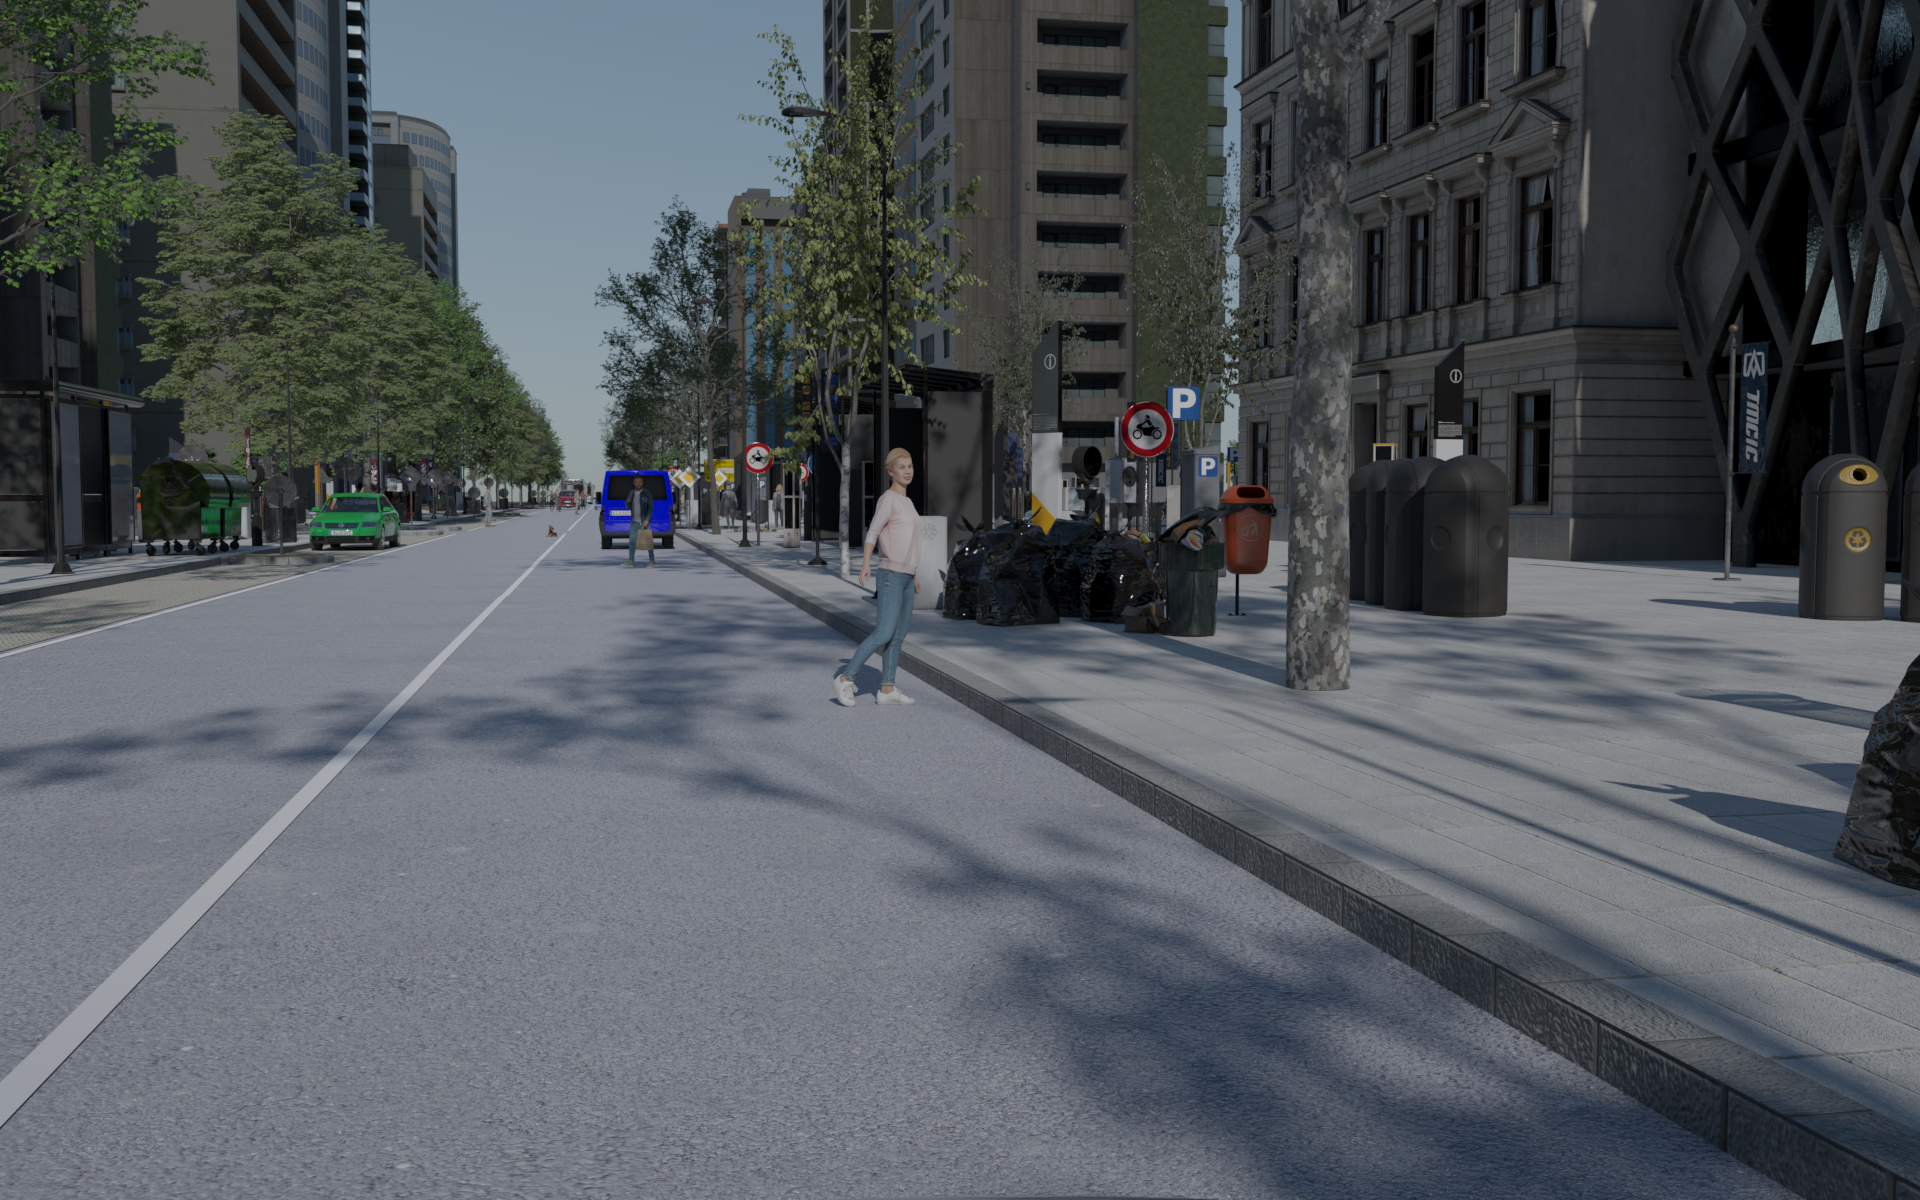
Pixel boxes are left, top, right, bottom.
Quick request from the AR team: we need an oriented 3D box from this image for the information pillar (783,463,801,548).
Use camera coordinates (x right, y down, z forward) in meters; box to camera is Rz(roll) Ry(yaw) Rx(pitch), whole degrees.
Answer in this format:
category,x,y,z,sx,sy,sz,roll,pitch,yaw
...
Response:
category,x,y,z,sx,sy,sz,roll,pitch,yaw
information pillar,-3.999,-2.243,41.161,0.304,2.012,0.304,2,4,24

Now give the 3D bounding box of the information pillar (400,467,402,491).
category,x,y,z,sx,sy,sz,roll,pitch,yaw
information pillar,-42.969,-8.646,132.720,0.504,3.616,0.183,1,4,15

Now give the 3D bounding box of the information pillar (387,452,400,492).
category,x,y,z,sx,sy,sz,roll,pitch,yaw
information pillar,-29.485,-6.026,89.874,0.504,3.616,0.183,1,4,8

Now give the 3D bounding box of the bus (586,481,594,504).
category,x,y,z,sx,sy,sz,roll,pitch,yaw
bus,-53.374,-15.322,245.369,2.948,3.499,13.247,-1,4,-10

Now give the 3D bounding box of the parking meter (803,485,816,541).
category,x,y,z,sx,sy,sz,roll,pitch,yaw
parking meter,-4.121,-2.402,47.688,0.372,1.533,0.369,0,3,0

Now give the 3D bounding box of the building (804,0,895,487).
category,x,y,z,sx,sy,sz,roll,pitch,yaw
building,-1.558,-42.714,136.627,20.563,71.187,20.611,-1,4,-12

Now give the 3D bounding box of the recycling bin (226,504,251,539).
category,x,y,z,sx,sy,sz,roll,pitch,yaw
recycling bin,-20.726,-2.263,49.555,0.722,1.027,0.722,-1,4,-14

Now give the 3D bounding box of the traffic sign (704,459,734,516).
category,x,y,z,sx,sy,sz,roll,pitch,yaw
traffic sign,-13.830,-6.572,101.317,2.265,3.308,0.079,0,4,-3

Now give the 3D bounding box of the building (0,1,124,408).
category,x,y,z,sx,sy,sz,roll,pitch,yaw
building,-49.692,-19.034,82.912,14.160,30.474,14.107,-1,4,-12

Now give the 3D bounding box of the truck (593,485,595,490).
category,x,y,z,sx,sy,sz,roll,pitch,yaw
truck,-63.075,-18.032,290.752,3.469,3.379,9.791,-1,4,-12

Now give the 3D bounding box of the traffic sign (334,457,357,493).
category,x,y,z,sx,sy,sz,roll,pitch,yaw
traffic sign,-21.121,-3.635,59.538,0.768,2.556,0.104,0,4,-4

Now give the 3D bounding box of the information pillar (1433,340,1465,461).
category,x,y,z,sx,sy,sz,roll,pitch,yaw
information pillar,7.425,-2.138,26.313,0.504,3.616,0.183,-1,4,-19

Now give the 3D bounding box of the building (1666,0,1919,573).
category,x,y,z,sx,sy,sz,roll,pitch,yaw
building,21.228,-9.648,25.195,16.820,18.784,16.811,-1,4,-12

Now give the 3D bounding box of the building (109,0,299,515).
category,x,y,z,sx,sy,sz,roll,pitch,yaw
building,-55.225,-29.781,110.623,21.300,48.544,21.600,-1,4,-12

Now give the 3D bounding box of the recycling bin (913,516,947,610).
category,x,y,z,sx,sy,sz,roll,pitch,yaw
recycling bin,-0.524,-0.426,19.515,0.722,1.027,0.722,0,4,-4

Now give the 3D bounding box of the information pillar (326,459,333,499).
category,x,y,z,sx,sy,sz,roll,pitch,yaw
information pillar,-40.550,-7.347,111.478,0.183,3.616,0.504,2,4,28

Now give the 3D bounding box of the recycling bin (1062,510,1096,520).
category,x,y,z,sx,sy,sz,roll,pitch,yaw
recycling bin,1.683,-0.874,26.838,0.722,1.027,0.722,0,4,-7

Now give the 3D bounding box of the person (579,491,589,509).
category,x,y,z,sx,sy,sz,roll,pitch,yaw
person,-35.838,-9.512,164.734,1.217,1.743,0.721,0,4,-3

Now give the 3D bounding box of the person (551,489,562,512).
category,x,y,z,sx,sy,sz,roll,pitch,yaw
person,-32.367,-7.981,138.951,0.822,1.834,0.622,0,4,6

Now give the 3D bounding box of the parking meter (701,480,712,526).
category,x,y,z,sx,sy,sz,roll,pitch,yaw
parking meter,-10.306,-3.967,70.565,0.399,1.863,0.255,1,4,21

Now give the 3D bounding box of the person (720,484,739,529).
category,x,y,z,sx,sy,sz,roll,pitch,yaw
person,-9.028,-3.623,67.862,0.709,1.813,0.853,0,4,-8

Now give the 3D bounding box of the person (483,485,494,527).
category,x,y,z,sx,sy,sz,roll,pitch,yaw
person,-20.712,-4.123,76.017,0.391,1.810,0.635,-2,4,-25

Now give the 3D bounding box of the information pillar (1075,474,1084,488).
category,x,y,z,sx,sy,sz,roll,pitch,yaw
information pillar,3.773,-3.002,53.577,0.304,2.012,0.304,-3,5,-44

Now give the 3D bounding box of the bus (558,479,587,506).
category,x,y,z,sx,sy,sz,roll,pitch,yaw
bus,-44.565,-12.544,199.958,2.948,3.499,13.247,-1,4,-10

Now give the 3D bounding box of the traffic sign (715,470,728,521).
category,x,y,z,sx,sy,sz,roll,pitch,yaw
traffic sign,-11.589,-5.028,83.397,0.795,2.450,0.064,-1,4,-8

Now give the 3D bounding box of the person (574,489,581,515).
category,x,y,z,sx,sy,sz,roll,pitch,yaw
person,-26.780,-6.898,121.490,0.583,1.804,0.606,-3,5,-41

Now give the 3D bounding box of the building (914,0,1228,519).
category,x,y,z,sx,sy,sz,roll,pitch,yaw
building,5.565,-19.746,94.556,14.107,30.474,14.160,-1,4,-12

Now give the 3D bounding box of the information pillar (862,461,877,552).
category,x,y,z,sx,sy,sz,roll,pitch,yaw
information pillar,-2.011,-2.077,38.454,0.304,2.012,0.304,0,4,-7

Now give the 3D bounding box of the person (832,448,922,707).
category,x,y,z,sx,sy,sz,roll,pitch,yaw
person,-0.575,-0.154,11.690,0.598,1.740,0.731,0,4,7

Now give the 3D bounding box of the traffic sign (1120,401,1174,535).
category,x,y,z,sx,sy,sz,roll,pitch,yaw
traffic sign,2.561,-1.454,23.874,0.768,2.556,0.104,-1,4,-11

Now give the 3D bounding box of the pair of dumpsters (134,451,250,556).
category,x,y,z,sx,sy,sz,roll,pitch,yaw
pair of dumpsters,-16.636,-2.147,37.603,1.574,2.255,4.437,-1,4,-11

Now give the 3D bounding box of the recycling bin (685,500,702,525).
category,x,y,z,sx,sy,sz,roll,pitch,yaw
recycling bin,-11.047,-3.651,72.242,0.722,1.027,0.722,-1,4,-17

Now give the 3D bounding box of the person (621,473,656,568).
category,x,y,z,sx,sy,sz,roll,pitch,yaw
person,-6.120,-1.516,33.278,0.794,1.824,0.713,3,5,39

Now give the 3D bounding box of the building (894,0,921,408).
category,x,y,z,sx,sy,sz,roll,pitch,yaw
building,3.689,-28.287,112.605,14.600,45.320,14.200,-1,4,-12

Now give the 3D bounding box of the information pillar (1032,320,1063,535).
category,x,y,z,sx,sy,sz,roll,pitch,yaw
information pillar,1.193,-1.967,23.522,0.504,3.616,0.183,3,5,44

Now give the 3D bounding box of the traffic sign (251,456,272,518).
category,x,y,z,sx,sy,sz,roll,pitch,yaw
traffic sign,-18.913,-2.734,46.828,0.606,2.300,0.079,0,4,-3

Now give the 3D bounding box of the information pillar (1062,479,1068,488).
category,x,y,z,sx,sy,sz,roll,pitch,yaw
information pillar,5.218,-5.053,87.107,0.304,2.012,0.304,-1,4,-19

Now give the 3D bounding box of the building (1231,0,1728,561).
category,x,y,z,sx,sy,sz,roll,pitch,yaw
building,14.379,-10.859,42.174,10.561,19.102,19.286,-1,4,-12

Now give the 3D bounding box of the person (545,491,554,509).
category,x,y,z,sx,sy,sz,roll,pitch,yaw
person,-38.453,-9.410,163.076,1.217,1.735,0.721,0,4,1

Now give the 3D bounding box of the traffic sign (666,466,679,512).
category,x,y,z,sx,sy,sz,roll,pitch,yaw
traffic sign,-13.222,-4.889,80.048,0.768,2.556,0.104,0,4,-2

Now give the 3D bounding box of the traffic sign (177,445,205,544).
category,x,y,z,sx,sy,sz,roll,pitch,yaw
traffic sign,-19.773,-2.724,44.644,0.768,2.556,0.104,-1,4,-9

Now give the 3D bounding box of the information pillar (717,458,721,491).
category,x,y,z,sx,sy,sz,roll,pitch,yaw
information pillar,-15.805,-7.352,111.552,0.504,3.616,0.183,1,4,11

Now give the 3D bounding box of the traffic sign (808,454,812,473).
category,x,y,z,sx,sy,sz,roll,pitch,yaw
traffic sign,-4.063,-3.094,50.690,0.768,2.556,0.104,0,4,-5

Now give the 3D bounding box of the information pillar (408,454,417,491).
category,x,y,z,sx,sy,sz,roll,pitch,yaw
information pillar,-28.153,-5.983,89.169,0.504,3.616,0.183,-1,4,-21

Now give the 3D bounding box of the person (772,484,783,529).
category,x,y,z,sx,sy,sz,roll,pitch,yaw
person,-6.769,-3.487,65.688,0.709,1.800,0.728,0,4,4

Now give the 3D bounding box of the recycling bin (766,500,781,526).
category,x,y,z,sx,sy,sz,roll,pitch,yaw
recycling bin,-7.460,-3.556,70.693,0.722,1.027,0.722,1,4,17

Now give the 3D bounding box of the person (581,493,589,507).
category,x,y,z,sx,sy,sz,roll,pitch,yaw
person,-41.904,-11.237,192.218,1.348,1.826,0.705,-1,4,-20

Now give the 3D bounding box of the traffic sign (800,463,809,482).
category,x,y,z,sx,sy,sz,roll,pitch,yaw
traffic sign,-6.619,-4.363,71.449,0.768,2.556,0.104,0,4,-3

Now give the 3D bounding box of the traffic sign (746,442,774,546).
category,x,y,z,sx,sy,sz,roll,pitch,yaw
traffic sign,-4.984,-2.609,42.766,0.768,2.556,0.104,-1,4,-11

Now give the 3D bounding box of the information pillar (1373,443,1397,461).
category,x,y,z,sx,sy,sz,roll,pitch,yaw
information pillar,6.196,-1.272,25.297,0.304,2.012,0.304,1,4,23
